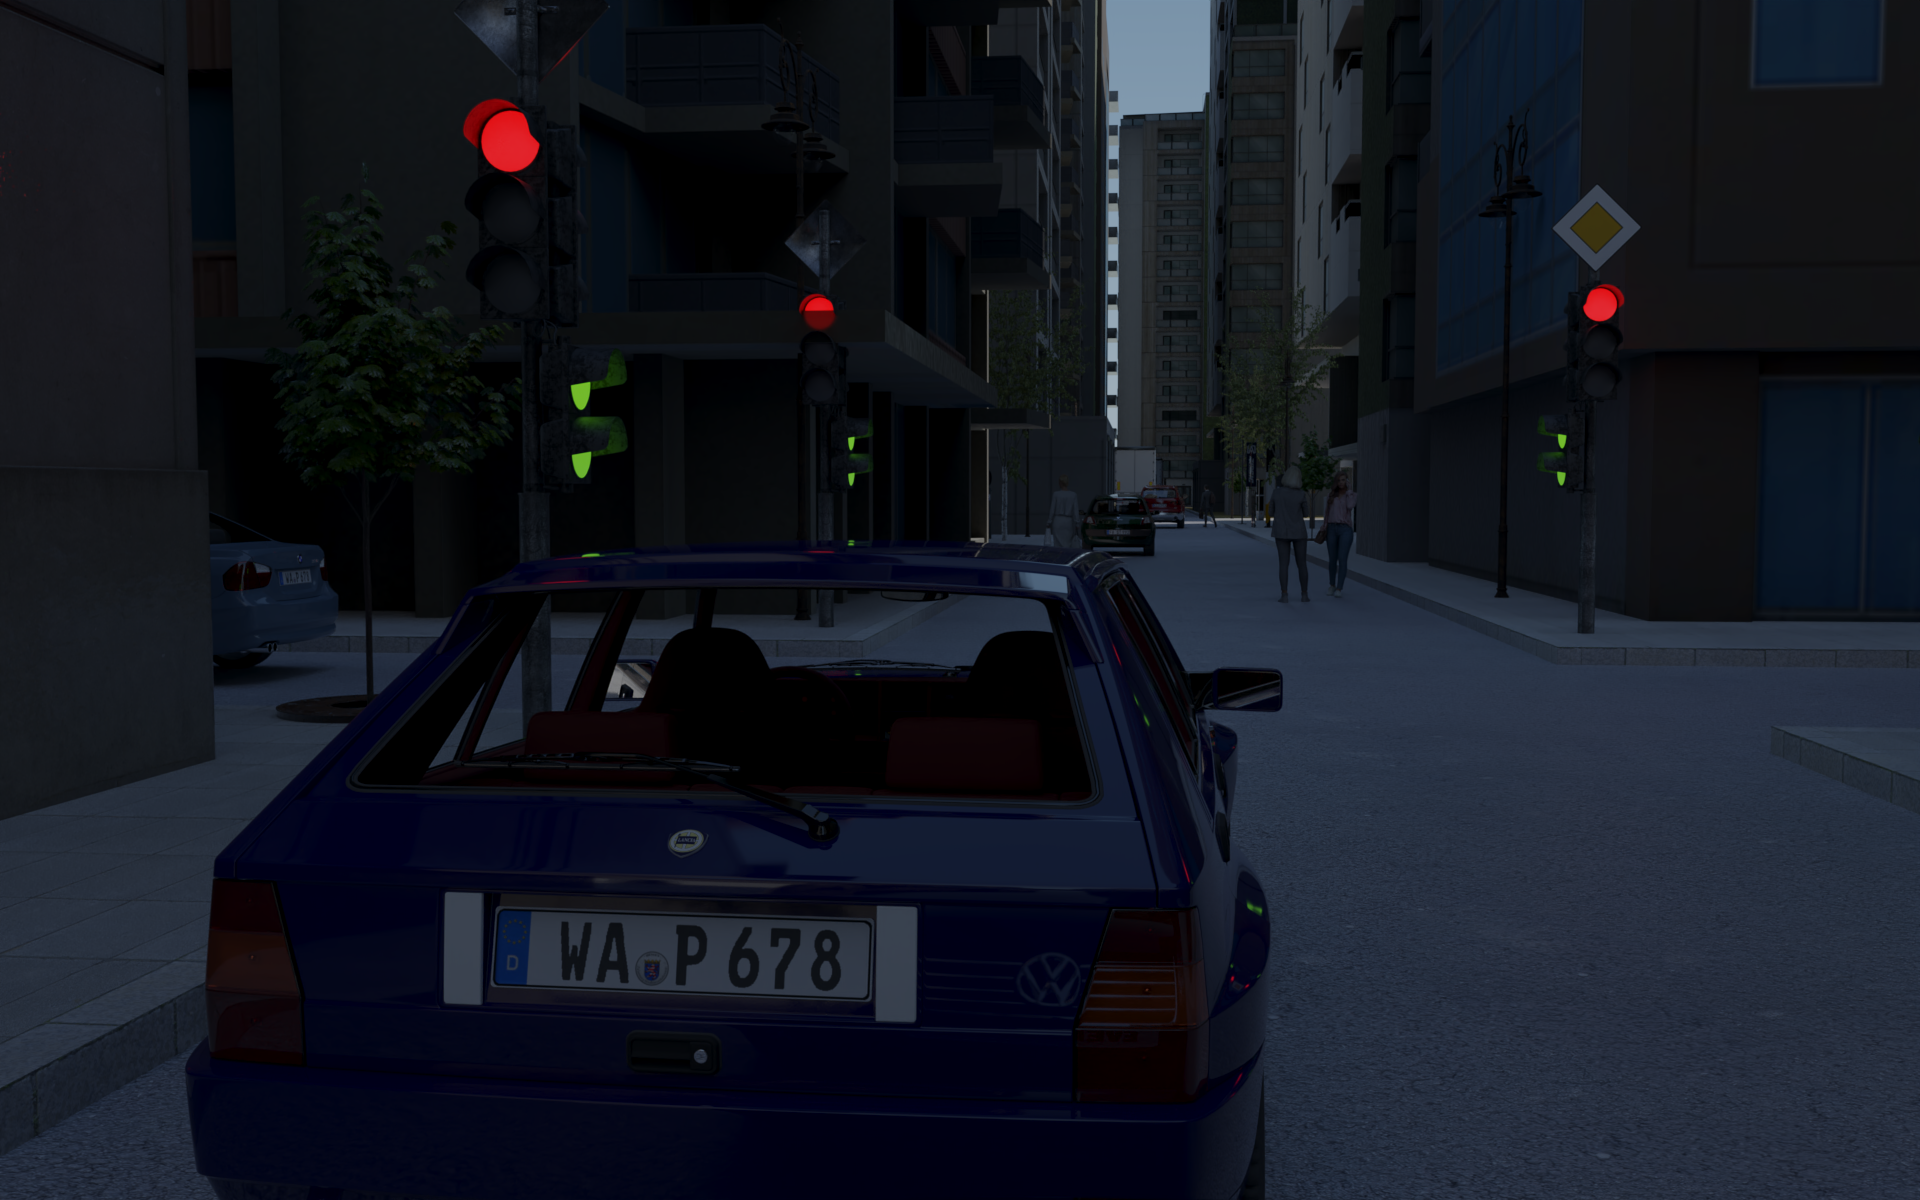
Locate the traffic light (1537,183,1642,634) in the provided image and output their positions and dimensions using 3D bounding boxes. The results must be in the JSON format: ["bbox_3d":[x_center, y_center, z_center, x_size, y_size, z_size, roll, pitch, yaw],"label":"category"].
[{"bbox_3d":[5.751,-1.647,15.851,0.839,4.253,0.868,0,4,6],"label":"traffic light"}]

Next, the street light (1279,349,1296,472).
[{"bbox_3d":[10.476,-5.062,55.552,0.468,5.910,1.993,0,4,6],"label":"street light"}]

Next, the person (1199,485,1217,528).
[{"bbox_3d":[10.654,-4.029,74.334,0.622,1.834,0.822,-1,4,-23],"label":"person"}]

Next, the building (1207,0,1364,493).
[{"bbox_3d":[35.445,-34.277,149.675,28.713,52.752,27.495,0,4,6],"label":"building"}]

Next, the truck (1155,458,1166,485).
[{"bbox_3d":[14.984,-9.146,138.445,2.839,4.237,11.283,0,4,8],"label":"truck"}]

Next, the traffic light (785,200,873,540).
[{"bbox_3d":[-1.272,-1.692,16.582,0.839,4.253,0.868,0,4,6],"label":"traffic light"}]

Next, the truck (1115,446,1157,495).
[{"bbox_3d":[10.857,-7.264,107.681,2.839,4.237,11.283,0,4,6],"label":"truck"}]

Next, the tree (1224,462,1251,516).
[{"bbox_3d":[16.746,-6.662,103.530,1.663,3.219,1.824,0,3,0],"label":"tree"}]

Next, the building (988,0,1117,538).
[{"bbox_3d":[-4.459,-38.240,63.484,20.563,71.187,20.611,0,4,6],"label":"building"}]

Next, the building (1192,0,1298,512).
[{"bbox_3d":[27.745,-42.051,125.788,20.563,71.187,20.611,0,4,6],"label":"building"}]

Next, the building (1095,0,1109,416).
[{"bbox_3d":[6.455,-31.207,160.341,14.200,45.320,14.600,0,4,6],"label":"building"}]

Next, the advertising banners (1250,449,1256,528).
[{"bbox_3d":[11.328,-4.331,66.992,0.090,3.025,2.074,0,4,4],"label":"advertising banners"}]

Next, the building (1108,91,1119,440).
[{"bbox_3d":[1.733,-34.680,186.625,30.456,49.044,23.786,0,4,6],"label":"building"}]

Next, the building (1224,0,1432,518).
[{"bbox_3d":[23.936,-20.692,110.011,14.160,30.474,14.107,0,4,6],"label":"building"}]

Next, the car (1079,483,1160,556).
[{"bbox_3d":[3.800,-1.943,41.556,2.009,1.686,4.222,0,4,5],"label":"car"}]

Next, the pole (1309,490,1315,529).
[{"bbox_3d":[13.061,-4.300,64.142,0.158,3.312,0.155,0,3,0],"label":"pole"}]

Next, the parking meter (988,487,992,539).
[{"bbox_3d":[0.715,-2.514,49.510,0.372,1.533,0.369,0,3,0],"label":"parking meter"}]

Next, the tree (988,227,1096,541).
[{"bbox_3d":[1.460,-5.932,47.347,4.737,8.622,4.395,0,3,0],"label":"tree"}]

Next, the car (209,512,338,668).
[{"bbox_3d":[-7.283,-0.102,13.669,4.499,1.417,2.014,0,4,5],"label":"car"}]

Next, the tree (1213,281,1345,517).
[{"bbox_3d":[10.929,-6.670,59.419,4.737,8.622,4.395,0,3,0],"label":"tree"}]

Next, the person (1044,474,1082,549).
[{"bbox_3d":[1.799,-1.327,30.551,0.694,1.780,0.624,1,4,10],"label":"person"}]

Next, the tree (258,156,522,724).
[{"bbox_3d":[-3.451,-0.939,9.957,1.663,3.219,1.824,0,3,0],"label":"tree"}]

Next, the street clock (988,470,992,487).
[{"bbox_3d":[0.775,-2.941,52.657,0.358,2.002,0.471,2,4,25],"label":"street clock"}]

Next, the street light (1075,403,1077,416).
[{"bbox_3d":[5.755,-6.934,86.156,0.468,5.910,1.993,0,4,6],"label":"street light"}]

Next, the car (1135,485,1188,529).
[{"bbox_3d":[8.543,-3.978,73.712,2.281,1.827,5.304,0,4,8],"label":"car"}]

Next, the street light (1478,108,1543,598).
[{"bbox_3d":[6.715,-2.966,21.288,0.468,5.910,1.993,0,4,6],"label":"street light"}]

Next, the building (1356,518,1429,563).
[{"bbox_3d":[15.715,-16.265,37.642,14.160,30.474,14.107,0,4,6],"label":"building"}]

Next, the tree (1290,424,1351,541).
[{"bbox_3d":[9.664,-3.241,47.586,1.663,3.219,1.824,0,3,0],"label":"tree"}]

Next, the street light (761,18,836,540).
[{"bbox_3d":[-1.606,-2.733,17.480,0.468,5.910,1.993,0,4,6],"label":"street light"}]

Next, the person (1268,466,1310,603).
[{"bbox_3d":[4.371,-0.876,23.013,0.537,1.800,0.526,2,4,24],"label":"person"}]

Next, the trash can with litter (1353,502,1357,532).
[{"bbox_3d":[13.072,-2.820,57.495,1.055,1.170,0.624,-1,4,-9],"label":"trash can with litter"}]

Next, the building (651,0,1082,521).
[{"bbox_3d":[-3.929,-27.632,106.404,22.147,44.769,28.867,0,4,6],"label":"building"}]

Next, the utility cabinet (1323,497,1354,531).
[{"bbox_3d":[11.589,-2.561,53.038,1.020,1.237,0.306,-2,4,-33],"label":"utility cabinet"}]

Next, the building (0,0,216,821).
[{"bbox_3d":[-18.523,-10.317,1.974,30.059,22.955,16.112,0,4,6],"label":"building"}]

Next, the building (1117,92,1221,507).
[{"bbox_3d":[23.398,-30.362,180.013,14.086,41.232,14.154,0,4,6],"label":"building"}]

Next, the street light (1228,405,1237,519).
[{"bbox_3d":[14.142,-7.159,89.841,0.468,5.910,1.993,0,4,6],"label":"street light"}]

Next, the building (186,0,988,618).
[{"bbox_3d":[-9.809,-22.986,30.440,22.147,44.769,28.867,0,4,6],"label":"building"}]

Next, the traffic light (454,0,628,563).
[{"bbox_3d":[-2.120,-1.206,8.642,0.839,4.253,0.868,0,4,6],"label":"traffic light"}]

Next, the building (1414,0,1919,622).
[{"bbox_3d":[14.290,-22.736,21.844,14.200,45.320,14.600,0,4,6],"label":"building"}]

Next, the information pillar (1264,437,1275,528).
[{"bbox_3d":[11.831,-4.570,66.067,0.183,3.616,0.504,3,5,44],"label":"information pillar"}]

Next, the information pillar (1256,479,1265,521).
[{"bbox_3d":[14.558,-4.862,83.982,0.304,2.012,0.304,-1,4,-16],"label":"information pillar"}]

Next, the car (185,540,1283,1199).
[{"bbox_3d":[-0.157,0.504,4.333,1.945,1.354,3.894,0,4,8],"label":"car"}]

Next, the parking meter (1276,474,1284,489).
[{"bbox_3d":[9.307,-2.713,50.061,0.255,1.863,0.399,-1,4,-14],"label":"parking meter"}]

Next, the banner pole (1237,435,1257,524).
[{"bbox_3d":[12.221,-5.111,73.581,0.863,3.779,0.401,2,4,31],"label":"banner pole"}]

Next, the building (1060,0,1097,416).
[{"bbox_3d":[2.831,-27.174,127.895,14.154,41.232,14.086,0,4,6],"label":"building"}]

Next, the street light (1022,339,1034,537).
[{"bbox_3d":[2.022,-4.823,51.648,0.468,5.910,1.993,0,4,6],"label":"street light"}]

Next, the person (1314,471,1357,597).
[{"bbox_3d":[5.286,-0.926,24.235,0.593,1.750,0.643,2,4,30],"label":"person"}]
